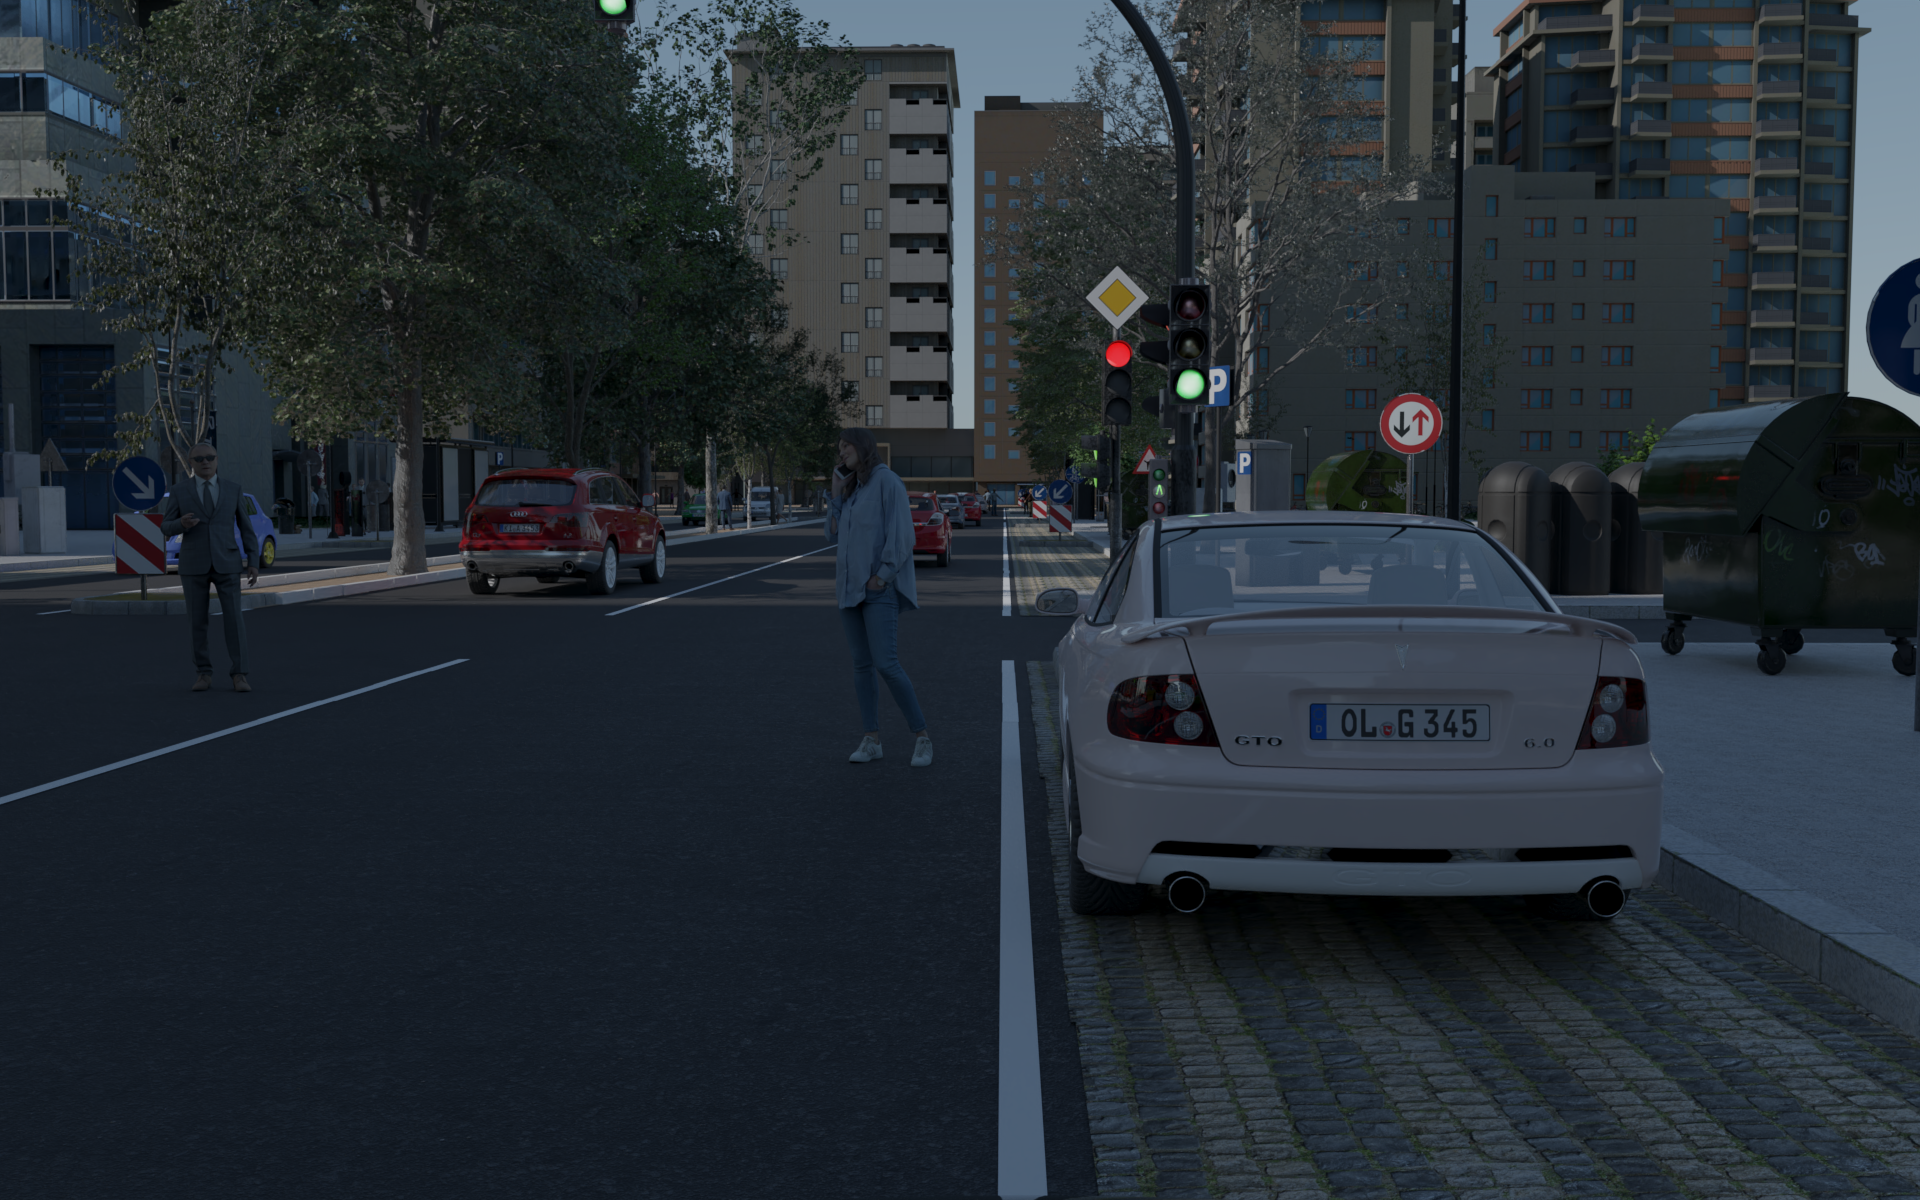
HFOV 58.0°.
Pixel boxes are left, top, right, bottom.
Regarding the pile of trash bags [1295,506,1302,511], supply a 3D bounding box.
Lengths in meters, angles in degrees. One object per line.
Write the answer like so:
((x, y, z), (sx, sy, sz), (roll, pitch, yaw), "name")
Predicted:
((6.208, -1.406, 32.734), (1.912, 1.369, 3.447), (-1, 4, -9), "pile of trash bags")

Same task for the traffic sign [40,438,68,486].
((-21.110, -2.458, 40.192), (0.884, 2.594, 0.081), (0, 4, 7), "traffic sign")

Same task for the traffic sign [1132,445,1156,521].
((4.973, -2.784, 45.526), (0.884, 2.594, 0.081), (0, 4, 7), "traffic sign")

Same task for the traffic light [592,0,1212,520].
((-0.380, -2.367, 13.363), (4.771, 5.953, 1.251), (0, 4, 1), "traffic light")

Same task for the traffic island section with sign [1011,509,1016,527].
((3.312, -4.044, 74.755), (1.989, 1.847, 2.006), (0, 4, 1), "traffic island section with sign")

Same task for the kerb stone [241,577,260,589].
((-10.822, -0.232, 25.989), (0.120, 0.150, 1.000), (0, 4, 1), "kerb stone")

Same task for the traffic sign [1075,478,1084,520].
((5.695, -5.143, 84.195), (0.768, 2.556, 0.104), (1, 4, 10), "traffic sign")

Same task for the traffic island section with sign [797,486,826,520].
((-7.963, -5.412, 96.621), (2.006, 1.907, 1.989), (0, 4, 1), "traffic island section with sign")

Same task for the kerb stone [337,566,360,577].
((-10.713, -0.482, 30.083), (0.120, 0.150, 1.000), (0, 4, 1), "kerb stone")

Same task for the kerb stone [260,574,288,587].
((-10.786, -0.294, 27.011), (0.120, 0.150, 1.000), (0, 4, 1), "kerb stone")

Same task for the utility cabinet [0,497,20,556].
((-19.924, -1.527, 36.129), (0.306, 1.237, 1.020), (-3, 5, -42), "utility cabinet")

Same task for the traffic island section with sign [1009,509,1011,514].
((4.560, -7.023, 123.461), (1.989, 1.847, 2.006), (0, 4, 1), "traffic island section with sign")

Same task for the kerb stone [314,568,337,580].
((-10.742, -0.420, 29.061), (0.120, 0.150, 1.000), (0, 4, 1), "kerb stone")

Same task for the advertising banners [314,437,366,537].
((-18.813, -3.442, 52.461), (2.074, 3.025, 0.090), (2, 4, 27), "advertising banners")

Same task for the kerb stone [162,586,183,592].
((-10.871, -0.099, 23.942), (0.120, 0.150, 1.000), (0, 4, 1), "kerb stone")

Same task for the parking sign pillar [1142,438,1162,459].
((8.010, -5.196, 73.422), (1.447, 3.967, 1.447), (-2, 4, -29), "parking sign pillar")

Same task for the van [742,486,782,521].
((-10.650, -5.282, 93.369), (2.013, 2.044, 4.112), (0, 4, 2), "van")

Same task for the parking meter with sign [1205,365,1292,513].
((4.250, -1.704, 24.119), (1.738, 3.016, 0.543), (-2, 4, -30), "parking meter with sign")

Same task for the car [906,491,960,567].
((-1.094, -1.618, 35.489), (2.155, 1.783, 4.494), (0, 4, 1), "car")

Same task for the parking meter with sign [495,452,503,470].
((-18.254, -4.603, 71.512), (1.738, 3.016, 0.543), (1, 4, 14), "parking meter with sign")

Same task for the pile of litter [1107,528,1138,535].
((5.425, -2.445, 53.936), (1.176, 0.858, 1.719), (-3, 5, -44), "pile of litter")

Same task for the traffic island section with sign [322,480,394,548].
((-15.926, -2.339, 46.876), (1.989, 1.847, 2.006), (0, 4, 1), "traffic island section with sign")

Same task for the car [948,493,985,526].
((0.057, -4.231, 78.216), (2.155, 1.783, 4.494), (0, 3, 0), "car")

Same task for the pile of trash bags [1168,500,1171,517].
((7.329, -3.159, 61.397), (1.912, 1.369, 3.447), (2, 4, 26), "pile of trash bags")

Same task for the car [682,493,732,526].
((-11.673, -4.348, 79.891), (1.959, 1.807, 4.718), (0, 4, 1), "car")

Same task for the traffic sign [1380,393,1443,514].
((5.694, -1.335, 21.925), (0.768, 2.556, 0.104), (1, 4, 11), "traffic sign")

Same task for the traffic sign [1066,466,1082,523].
((5.026, -4.649, 76.117), (0.768, 2.556, 0.104), (1, 4, 10), "traffic sign")

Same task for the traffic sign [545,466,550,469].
((-17.547, -4.515, 73.829), (0.884, 2.594, 0.081), (0, 4, 3), "traffic sign")

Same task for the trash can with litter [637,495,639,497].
((-17.429, -5.008, 92.944), (1.678, 1.210, 2.233), (0, 4, -4), "trash can with litter")

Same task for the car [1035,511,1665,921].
((1.352, 0.315, 7.219), (2.083, 1.381, 4.827), (0, 4, 3), "car")

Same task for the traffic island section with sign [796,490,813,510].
((-13.251, -8.743, 151.571), (1.989, 1.847, 2.006), (0, 4, 1), "traffic island section with sign")

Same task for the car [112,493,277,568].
((-14.255, -1.389, 32.297), (1.945, 1.707, 3.694), (0, 4, 2), "car")

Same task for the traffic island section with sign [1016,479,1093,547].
((2.619, -2.376, 47.478), (1.989, 1.847, 2.006), (0, 4, 1), "traffic island section with sign")

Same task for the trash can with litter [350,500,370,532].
((-20.463, -2.938, 59.101), (1.678, 1.210, 2.233), (0, 4, 7), "trash can with litter")

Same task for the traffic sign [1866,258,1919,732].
((5.208, -0.562, 9.295), (0.768, 2.556, 0.104), (0, 4, 3), "traffic sign")

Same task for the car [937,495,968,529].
((-0.686, -3.673, 72.056), (2.014, 1.417, 4.499), (0, 4, 1), "car")

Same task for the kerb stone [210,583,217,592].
((-10.842, -0.169, 24.967), (0.120, 0.150, 1.000), (0, 4, 1), "kerb stone")

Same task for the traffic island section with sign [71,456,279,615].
((-9.864, -0.818, 21.507), (2.006, 1.907, 1.989), (0, 4, 1), "traffic island section with sign")

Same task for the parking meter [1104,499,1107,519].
((7.362, -5.013, 87.675), (0.255, 1.863, 0.399), (-3, 4, -38), "parking meter")

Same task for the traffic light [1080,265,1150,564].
((1.916, -1.989, 21.434), (0.839, 4.253, 0.868), (0, 4, 1), "traffic light")

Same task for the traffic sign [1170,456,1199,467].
((6.143, -2.894, 47.427), (0.768, 2.556, 0.104), (1, 4, 10), "traffic sign")

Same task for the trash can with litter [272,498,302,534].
((-21.564, -2.701, 55.557), (0.624, 1.170, 1.055), (0, 4, 3), "trash can with litter")

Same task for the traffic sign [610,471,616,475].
((-19.535, -5.965, 97.255), (0.795, 2.593, 0.064), (0, 4, 6), "traffic sign")

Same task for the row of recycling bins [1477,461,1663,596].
((8.346, -0.932, 22.355), (3.534, 1.692, 1.069), (-1, 4, -17), "row of recycling bins")

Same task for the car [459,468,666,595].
((-5.888, -1.073, 26.219), (2.281, 1.827, 5.304), (0, 4, 3), "car")

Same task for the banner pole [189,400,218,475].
((-20.105, -3.422, 45.969), (0.863, 3.779, 0.401), (0, 4, -1), "banner pole")

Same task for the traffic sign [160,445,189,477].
((-20.319, -2.734, 44.808), (0.768, 2.556, 0.104), (0, 4, 5), "traffic sign")

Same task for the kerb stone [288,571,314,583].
((-10.757, -0.357, 28.033), (0.120, 0.150, 1.000), (0, 4, 1), "kerb stone")

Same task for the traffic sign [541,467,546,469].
((-19.301, -4.938, 80.837), (0.768, 2.556, 0.104), (0, 4, 2), "traffic sign")

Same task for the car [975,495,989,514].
((1.059, -6.974, 126.394), (2.083, 1.381, 4.827), (0, 4, 2), "car")

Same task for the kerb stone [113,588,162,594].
((-10.891, -0.043, 22.916), (0.120, 0.150, 1.000), (0, 4, 1), "kerb stone")

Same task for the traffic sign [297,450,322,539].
((-18.714, -3.041, 49.831), (0.768, 2.556, 0.104), (0, 4, 8), "traffic sign")
